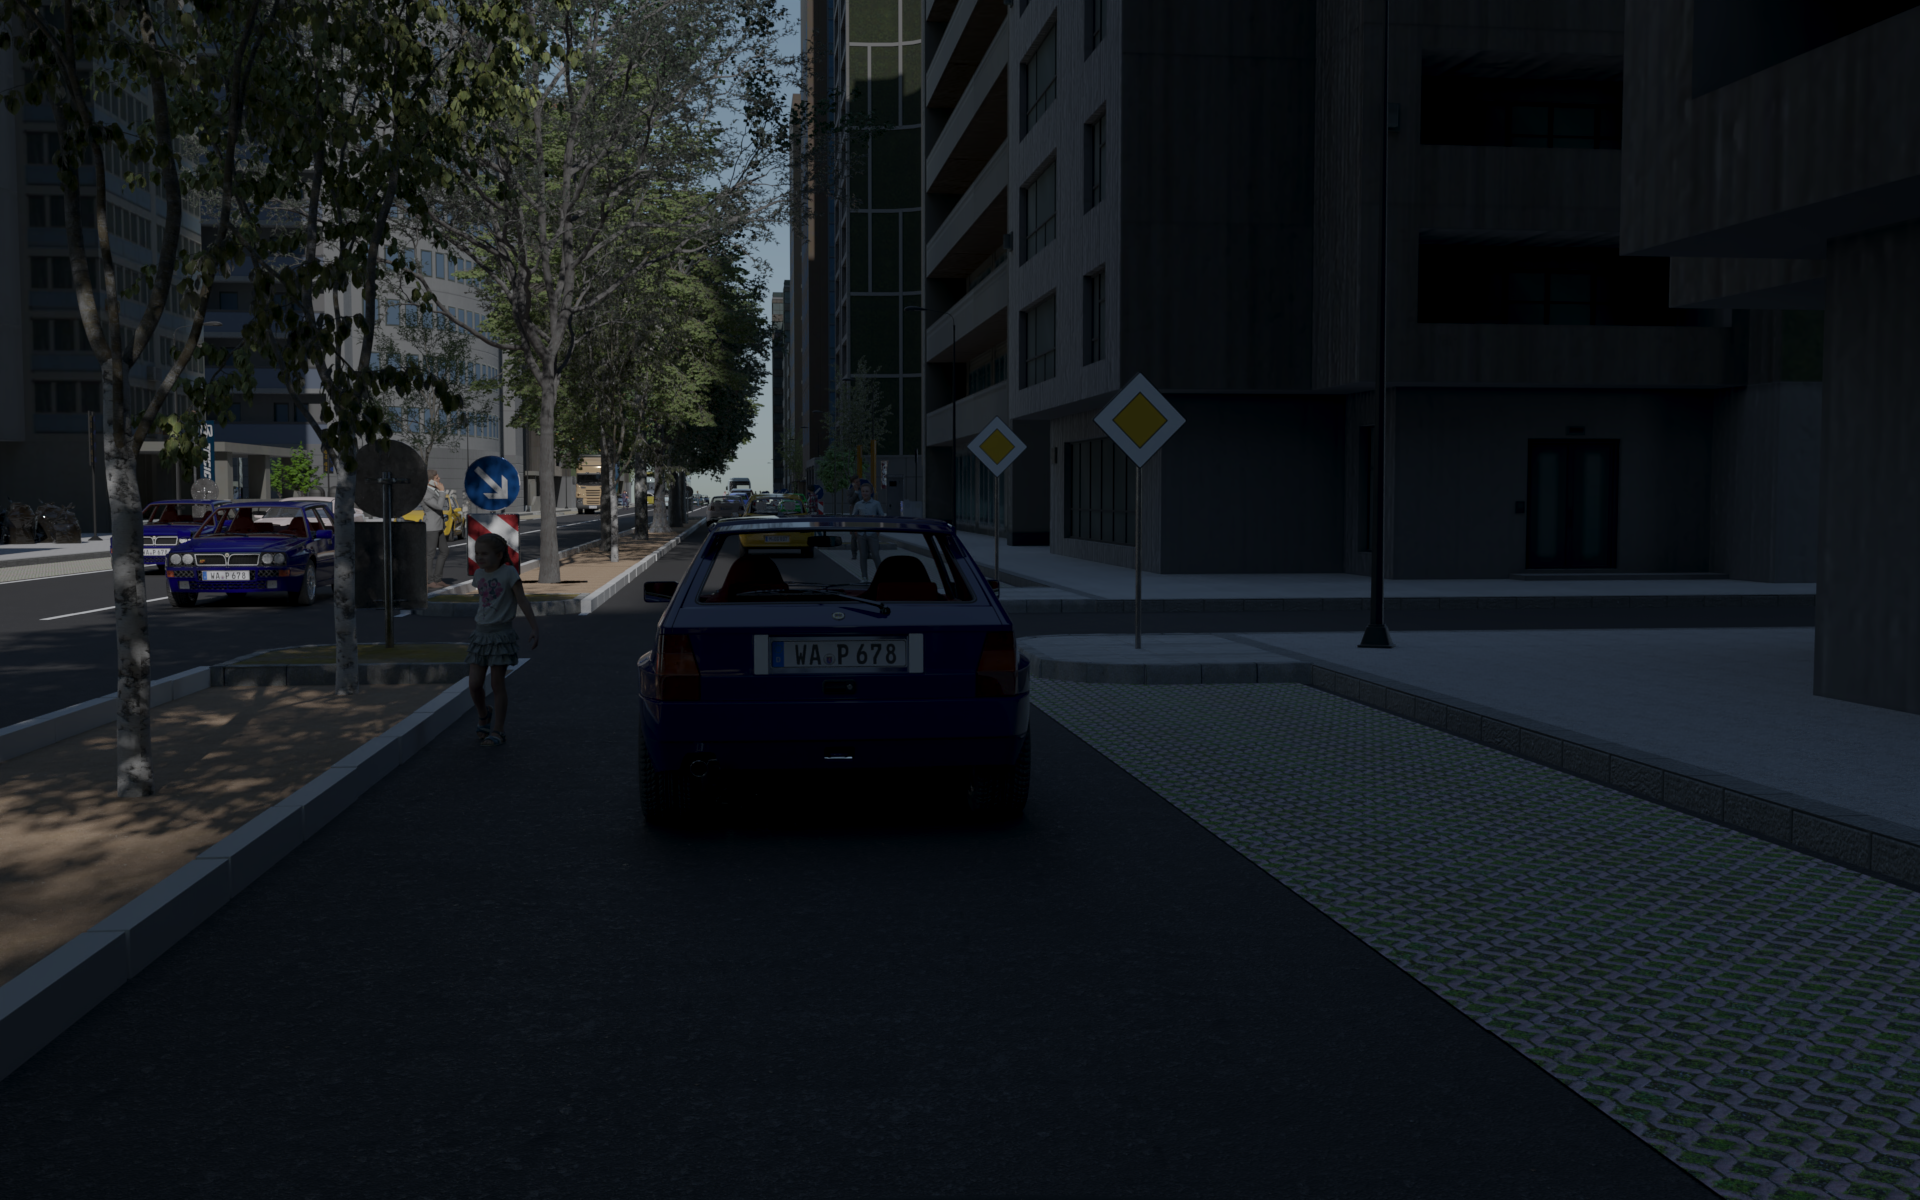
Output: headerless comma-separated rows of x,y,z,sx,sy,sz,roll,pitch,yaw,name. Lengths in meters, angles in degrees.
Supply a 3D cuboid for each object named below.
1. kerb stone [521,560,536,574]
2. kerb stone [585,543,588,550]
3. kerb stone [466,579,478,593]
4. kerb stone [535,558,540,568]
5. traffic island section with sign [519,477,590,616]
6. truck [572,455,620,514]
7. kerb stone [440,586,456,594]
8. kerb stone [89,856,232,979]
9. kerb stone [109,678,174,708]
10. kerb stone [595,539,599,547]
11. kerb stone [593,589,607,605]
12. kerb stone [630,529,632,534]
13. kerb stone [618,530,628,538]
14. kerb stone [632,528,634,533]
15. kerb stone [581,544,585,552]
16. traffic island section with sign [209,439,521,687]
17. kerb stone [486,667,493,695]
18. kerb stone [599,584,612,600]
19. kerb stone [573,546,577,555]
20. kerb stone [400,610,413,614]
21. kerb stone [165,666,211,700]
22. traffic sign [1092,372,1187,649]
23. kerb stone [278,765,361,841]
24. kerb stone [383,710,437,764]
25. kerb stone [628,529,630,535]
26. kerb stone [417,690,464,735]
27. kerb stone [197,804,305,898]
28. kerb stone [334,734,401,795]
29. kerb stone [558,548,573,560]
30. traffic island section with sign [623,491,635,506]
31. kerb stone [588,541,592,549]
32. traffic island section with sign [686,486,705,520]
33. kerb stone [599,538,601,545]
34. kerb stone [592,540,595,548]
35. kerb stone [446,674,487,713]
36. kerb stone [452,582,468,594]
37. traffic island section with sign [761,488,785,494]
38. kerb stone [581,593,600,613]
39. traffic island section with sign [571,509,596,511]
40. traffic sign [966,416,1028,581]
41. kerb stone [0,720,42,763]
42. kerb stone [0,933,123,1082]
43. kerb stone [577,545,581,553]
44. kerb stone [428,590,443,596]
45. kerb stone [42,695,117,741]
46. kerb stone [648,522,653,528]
-8.074,-0.618,32.306,0.120,0.150,1.000,0,4,-7,kerb stone
-9.497,-1.302,43.482,0.120,0.150,1.000,0,4,-7,kerb stone
-7.180,-0.179,25.199,0.120,0.150,1.000,0,4,-7,kerb stone
-8.208,-0.680,33.320,0.120,0.150,1.000,0,4,-7,kerb stone
-5.621,-0.799,21.196,2.006,1.907,1.989,0,4,-7,traffic island section with sign
-26.147,-8.329,125.085,2.839,4.237,11.283,0,4,-8,truck
-6.916,-0.056,23.152,0.120,0.150,1.000,0,4,-7,kerb stone
-2.572,1.017,5.602,0.120,0.150,1.000,0,4,-7,kerb stone
-5.430,0.658,11.432,0.120,0.150,1.000,0,4,-7,kerb stone
-9.877,-1.488,46.526,0.120,0.150,1.000,0,4,-7,kerb stone
-4.705,-0.011,22.407,0.120,0.150,1.000,0,4,-7,kerb stone
-11.686,-2.360,60.774,0.120,0.150,1.000,0,4,-7,kerb stone
-11.430,-2.235,58.743,0.120,0.150,1.000,0,4,-7,kerb stone
-11.811,-2.422,61.788,0.120,0.150,1.000,0,4,-7,kerb stone
-9.365,-1.240,42.469,0.120,0.150,1.000,0,4,-7,kerb stone
-4.699,-0.349,13.847,2.006,1.907,1.989,0,4,-7,traffic island section with sign
-3.473,0.584,12.713,0.120,0.150,1.000,0,4,-7,kerb stone
-4.836,-0.075,23.429,0.120,0.150,1.000,0,4,-7,kerb stone
-9.105,-1.114,40.435,0.120,0.150,1.000,0,4,-7,kerb stone
-6.664,0.070,21.110,0.120,0.150,1.000,0,4,-7,kerb stone
-5.553,0.600,12.450,0.120,0.150,1.000,0,4,-7,kerb stone
1.475,-0.652,14.308,0.795,2.450,0.064,0,4,-7,traffic sign
-2.827,0.892,7.635,0.120,0.150,1.000,0,4,-7,kerb stone
-3.082,0.767,9.667,0.120,0.150,1.000,0,4,-7,kerb stone
-11.559,-2.297,59.757,0.120,0.150,1.000,0,4,-7,kerb stone
-3.216,0.704,10.683,0.120,0.150,1.000,0,4,-7,kerb stone
-2.702,0.953,6.620,0.120,0.150,1.000,0,4,-7,kerb stone
-2.964,0.828,8.651,0.120,0.150,1.000,0,4,-7,kerb stone
-8.976,-1.052,39.417,0.120,0.150,1.000,0,4,-7,kerb stone
-38.672,-11.750,200.733,1.989,1.847,2.006,0,4,-7,traffic island section with sign
-9.620,-1.364,44.497,0.120,0.150,1.000,0,4,-7,kerb stone
-15.084,-5.358,95.739,2.006,1.907,1.989,0,4,-7,traffic island section with sign
-10.013,-1.548,47.549,0.120,0.150,1.000,0,4,-7,kerb stone
-9.755,-1.426,45.512,0.120,0.150,1.000,0,4,-7,kerb stone
-3.351,0.642,11.698,0.120,0.150,1.000,0,4,-7,kerb stone
-7.047,-0.121,24.174,0.120,0.150,1.000,0,4,-7,kerb stone
-15.820,-8.541,148.274,1.989,1.847,2.006,0,4,-7,traffic island section with sign
-4.575,0.049,21.389,0.120,0.150,1.000,0,4,-7,kerb stone
-31.769,-8.418,146.269,1.989,1.847,2.006,0,4,-7,traffic island section with sign
0.470,-1.137,22.230,0.795,2.450,0.064,0,4,-7,traffic sign
-5.174,0.782,9.404,0.120,0.150,1.000,0,4,-7,kerb stone
-2.447,1.079,4.587,0.120,0.150,1.000,0,4,-7,kerb stone
-9.239,-1.170,41.449,0.120,0.150,1.000,0,4,-7,kerb stone
-6.781,0.004,22.128,0.120,0.150,1.000,0,4,-7,kerb stone
-5.309,0.722,10.417,0.120,0.150,1.000,0,4,-7,kerb stone
-13.886,-3.415,78.073,0.120,0.150,1.000,0,4,-7,kerb stone
